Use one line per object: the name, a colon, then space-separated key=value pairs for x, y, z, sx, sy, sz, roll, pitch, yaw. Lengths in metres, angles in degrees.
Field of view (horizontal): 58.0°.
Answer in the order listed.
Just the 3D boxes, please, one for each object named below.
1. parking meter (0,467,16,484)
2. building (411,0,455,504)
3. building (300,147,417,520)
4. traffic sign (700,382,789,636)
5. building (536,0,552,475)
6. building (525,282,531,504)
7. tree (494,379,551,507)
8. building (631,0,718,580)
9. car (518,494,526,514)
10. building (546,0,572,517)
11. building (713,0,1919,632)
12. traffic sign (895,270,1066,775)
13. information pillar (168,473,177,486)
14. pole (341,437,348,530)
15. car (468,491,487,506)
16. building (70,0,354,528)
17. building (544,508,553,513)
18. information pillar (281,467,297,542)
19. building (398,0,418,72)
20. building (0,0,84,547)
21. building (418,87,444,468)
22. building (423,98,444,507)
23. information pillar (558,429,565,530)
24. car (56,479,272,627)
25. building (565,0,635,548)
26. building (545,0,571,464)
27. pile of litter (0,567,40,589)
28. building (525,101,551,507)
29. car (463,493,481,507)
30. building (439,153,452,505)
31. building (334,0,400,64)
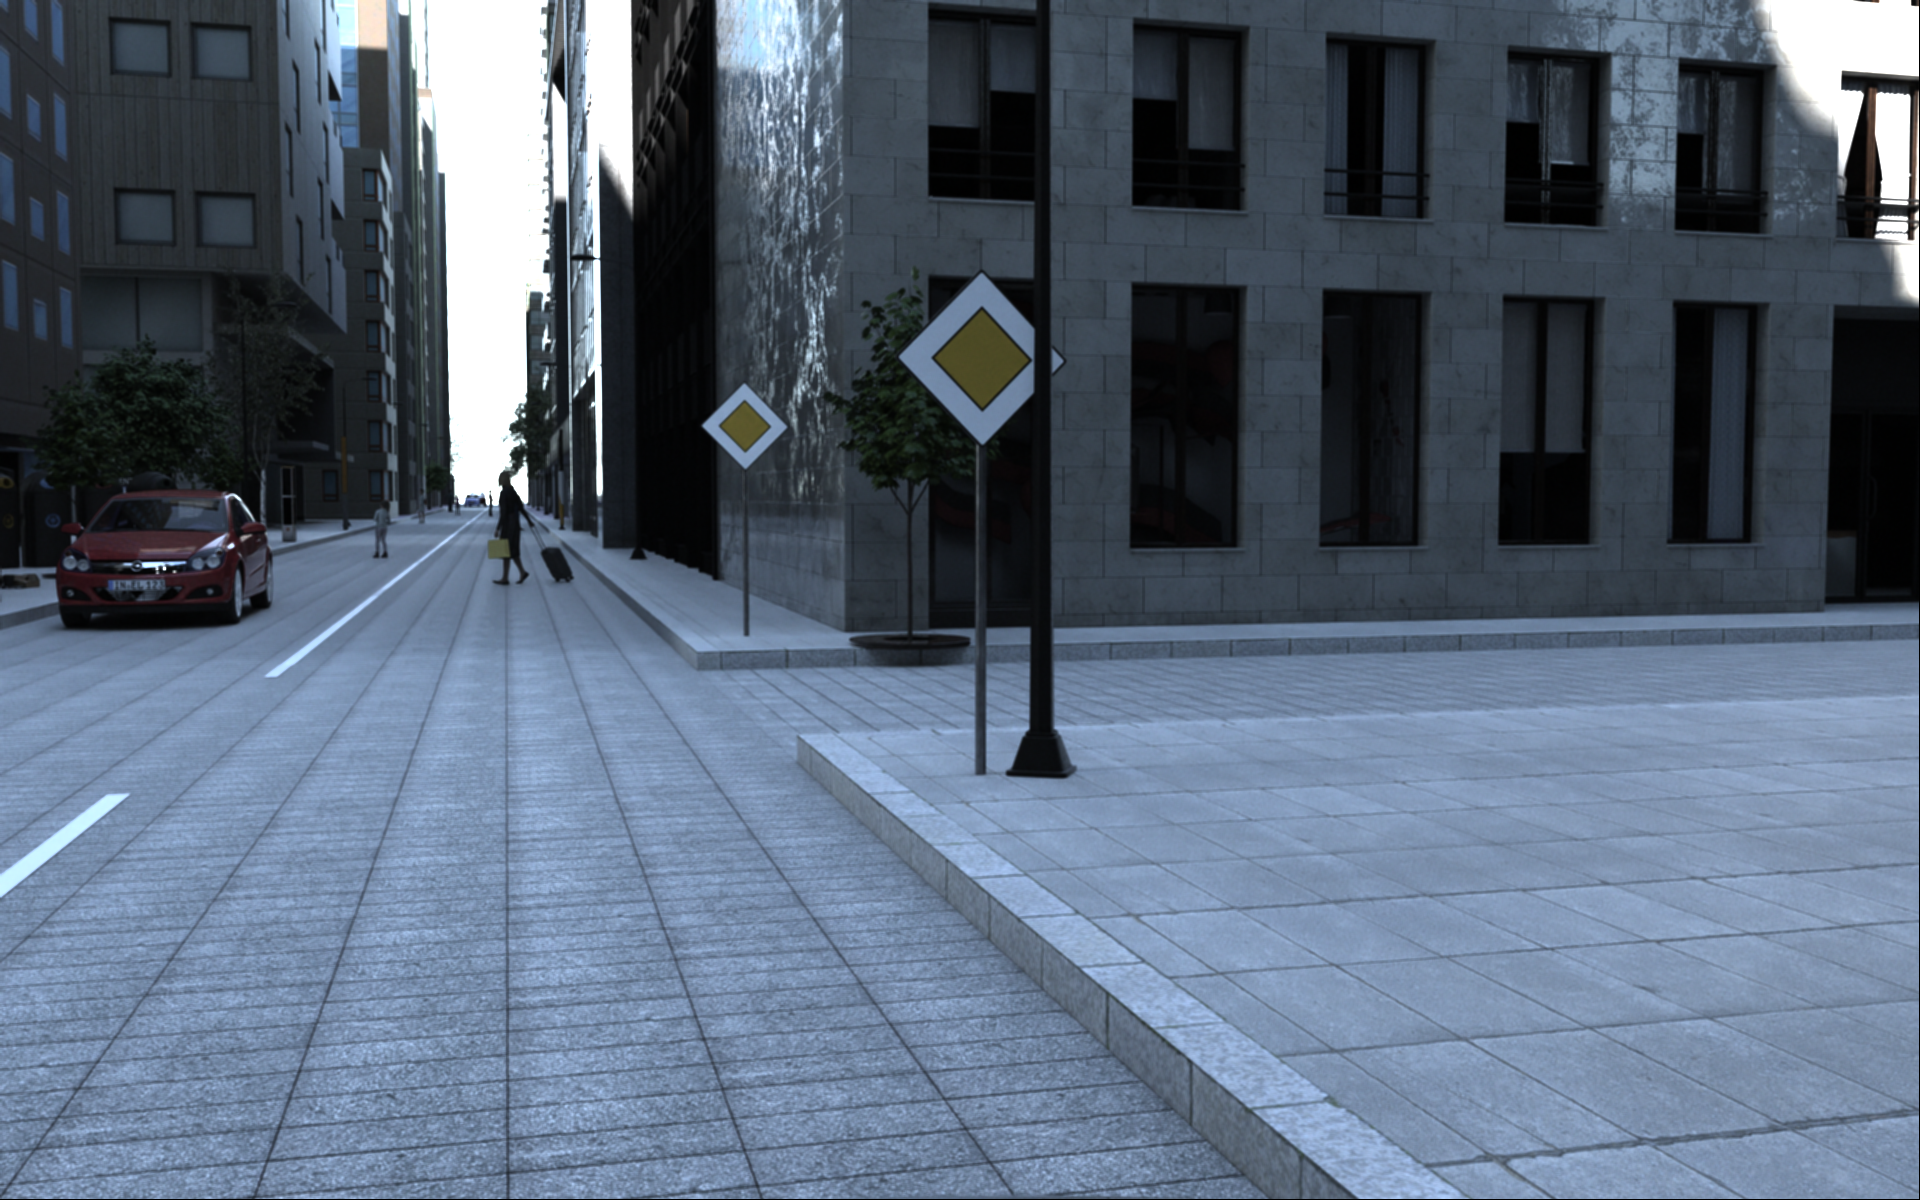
parking meter: x=-19.562 y=-1.820 z=35.467 sx=0.399 sy=1.863 sz=0.255 roll=0 pitch=4 yaw=-6
building: x=-74.084 y=-47.520 z=215.210 sx=20.563 sy=71.187 sz=20.611 roll=-1 pitch=4 yaw=-15
building: x=-45.950 y=-15.439 z=97.463 sx=27.650 sy=21.520 sz=28.899 roll=-1 pitch=4 yaw=-15
traffic sign: x=-1.933 y=-0.731 z=15.588 sx=0.795 sy=2.450 sz=0.064 roll=-1 pitch=4 yaw=-15
building: x=-24.595 y=-32.420 z=149.670 sx=23.786 sy=49.044 sz=30.456 roll=-1 pitch=4 yaw=-15
building: x=-52.188 y=-28.462 z=237.062 sx=14.160 sy=30.474 sz=14.107 roll=-1 pitch=4 yaw=-15
tree: x=-41.548 y=-15.604 z=172.126 sx=9.611 sy=12.733 sz=9.660 roll=0 pitch=3 yaw=0
building: x=0.299 y=-12.509 z=34.199 sx=12.332 sy=23.373 sz=15.834 roll=-1 pitch=4 yaw=-15
car: x=-32.984 y=-7.170 z=127.460 sx=2.015 sy=1.641 sz=3.980 roll=-1 pitch=4 yaw=-13
building: x=-17.592 y=-20.344 z=104.323 sx=14.160 sy=30.474 sz=14.107 roll=-1 pitch=4 yaw=-15
building: x=5.755 y=-10.265 z=22.582 sx=16.860 sy=20.320 sz=10.420 roll=-1 pitch=4 yaw=-15
traffic sign: x=0.091 y=-0.258 z=7.863 sx=0.795 sy=2.450 sz=0.064 roll=-1 pitch=4 yaw=-15
information pillar: x=-25.422 y=-3.138 z=55.793 sx=0.304 sy=2.012 sz=0.304 roll=-1 pitch=4 yaw=-8
pole: x=-21.958 y=-4.158 z=61.822 sx=0.158 sy=3.312 sz=0.155 roll=0 pitch=3 yaw=0
car: x=-56.186 y=-11.807 z=201.714 sx=2.281 sy=1.827 sz=5.304 roll=-1 pitch=4 yaw=-14
building: x=-38.587 y=-29.113 z=65.241 sx=28.713 sy=52.752 sz=27.495 roll=-1 pitch=4 yaw=-15
building: x=-13.548 y=-26.474 z=124.736 sx=32.217 sy=40.220 sz=23.993 roll=-1 pitch=4 yaw=-15
information pillar: x=-18.021 y=-2.569 z=46.493 sx=0.304 sy=2.012 sz=0.304 roll=0 pitch=4 yaw=-7
building: x=-53.303 y=-28.334 z=146.861 sx=14.154 sy=41.232 sz=14.086 roll=-1 pitch=4 yaw=-15
building: x=-29.117 y=-23.735 z=38.178 sx=14.600 sy=45.320 sz=14.200 roll=-1 pitch=4 yaw=-15
building: x=-63.178 y=-32.769 z=185.887 sx=14.600 sy=45.320 sz=14.200 roll=-1 pitch=4 yaw=-15
building: x=-59.559 y=-29.883 z=172.189 sx=14.154 sy=41.232 sz=14.086 roll=-1 pitch=4 yaw=-15
information pillar: x=-14.433 y=-4.359 z=62.631 sx=0.183 sy=3.616 sz=0.504 roll=-1 pitch=4 yaw=-23
car: x=-9.176 y=-0.682 z=20.187 sx=2.155 sy=1.783 sz=4.494 roll=-1 pitch=4 yaw=-15
building: x=-5.124 y=-14.261 z=51.190 sx=12.078 sy=24.808 sz=19.932 roll=-1 pitch=4 yaw=-15
building: x=-10.360 y=-15.691 z=75.615 sx=14.314 sy=24.678 sz=30.058 roll=-1 pitch=4 yaw=-15
pile of litter: x=-13.406 y=-0.612 z=23.974 sx=1.176 sy=0.858 sz=1.719 roll=-2 pitch=4 yaw=-35
building: x=-38.981 y=-30.689 z=185.352 sx=14.154 sy=41.232 sz=14.086 roll=-1 pitch=4 yaw=-15
car: x=-55.494 y=-11.458 z=196.931 sx=1.945 sy=1.707 sz=3.694 roll=-1 pitch=4 yaw=-15
building: x=-66.590 y=-31.596 z=200.182 sx=14.154 sy=41.232 sz=14.086 roll=-1 pitch=4 yaw=-15
building: x=-45.949 y=-28.676 z=118.969 sx=14.600 sy=45.320 sz=14.200 roll=-1 pitch=4 yaw=-15
